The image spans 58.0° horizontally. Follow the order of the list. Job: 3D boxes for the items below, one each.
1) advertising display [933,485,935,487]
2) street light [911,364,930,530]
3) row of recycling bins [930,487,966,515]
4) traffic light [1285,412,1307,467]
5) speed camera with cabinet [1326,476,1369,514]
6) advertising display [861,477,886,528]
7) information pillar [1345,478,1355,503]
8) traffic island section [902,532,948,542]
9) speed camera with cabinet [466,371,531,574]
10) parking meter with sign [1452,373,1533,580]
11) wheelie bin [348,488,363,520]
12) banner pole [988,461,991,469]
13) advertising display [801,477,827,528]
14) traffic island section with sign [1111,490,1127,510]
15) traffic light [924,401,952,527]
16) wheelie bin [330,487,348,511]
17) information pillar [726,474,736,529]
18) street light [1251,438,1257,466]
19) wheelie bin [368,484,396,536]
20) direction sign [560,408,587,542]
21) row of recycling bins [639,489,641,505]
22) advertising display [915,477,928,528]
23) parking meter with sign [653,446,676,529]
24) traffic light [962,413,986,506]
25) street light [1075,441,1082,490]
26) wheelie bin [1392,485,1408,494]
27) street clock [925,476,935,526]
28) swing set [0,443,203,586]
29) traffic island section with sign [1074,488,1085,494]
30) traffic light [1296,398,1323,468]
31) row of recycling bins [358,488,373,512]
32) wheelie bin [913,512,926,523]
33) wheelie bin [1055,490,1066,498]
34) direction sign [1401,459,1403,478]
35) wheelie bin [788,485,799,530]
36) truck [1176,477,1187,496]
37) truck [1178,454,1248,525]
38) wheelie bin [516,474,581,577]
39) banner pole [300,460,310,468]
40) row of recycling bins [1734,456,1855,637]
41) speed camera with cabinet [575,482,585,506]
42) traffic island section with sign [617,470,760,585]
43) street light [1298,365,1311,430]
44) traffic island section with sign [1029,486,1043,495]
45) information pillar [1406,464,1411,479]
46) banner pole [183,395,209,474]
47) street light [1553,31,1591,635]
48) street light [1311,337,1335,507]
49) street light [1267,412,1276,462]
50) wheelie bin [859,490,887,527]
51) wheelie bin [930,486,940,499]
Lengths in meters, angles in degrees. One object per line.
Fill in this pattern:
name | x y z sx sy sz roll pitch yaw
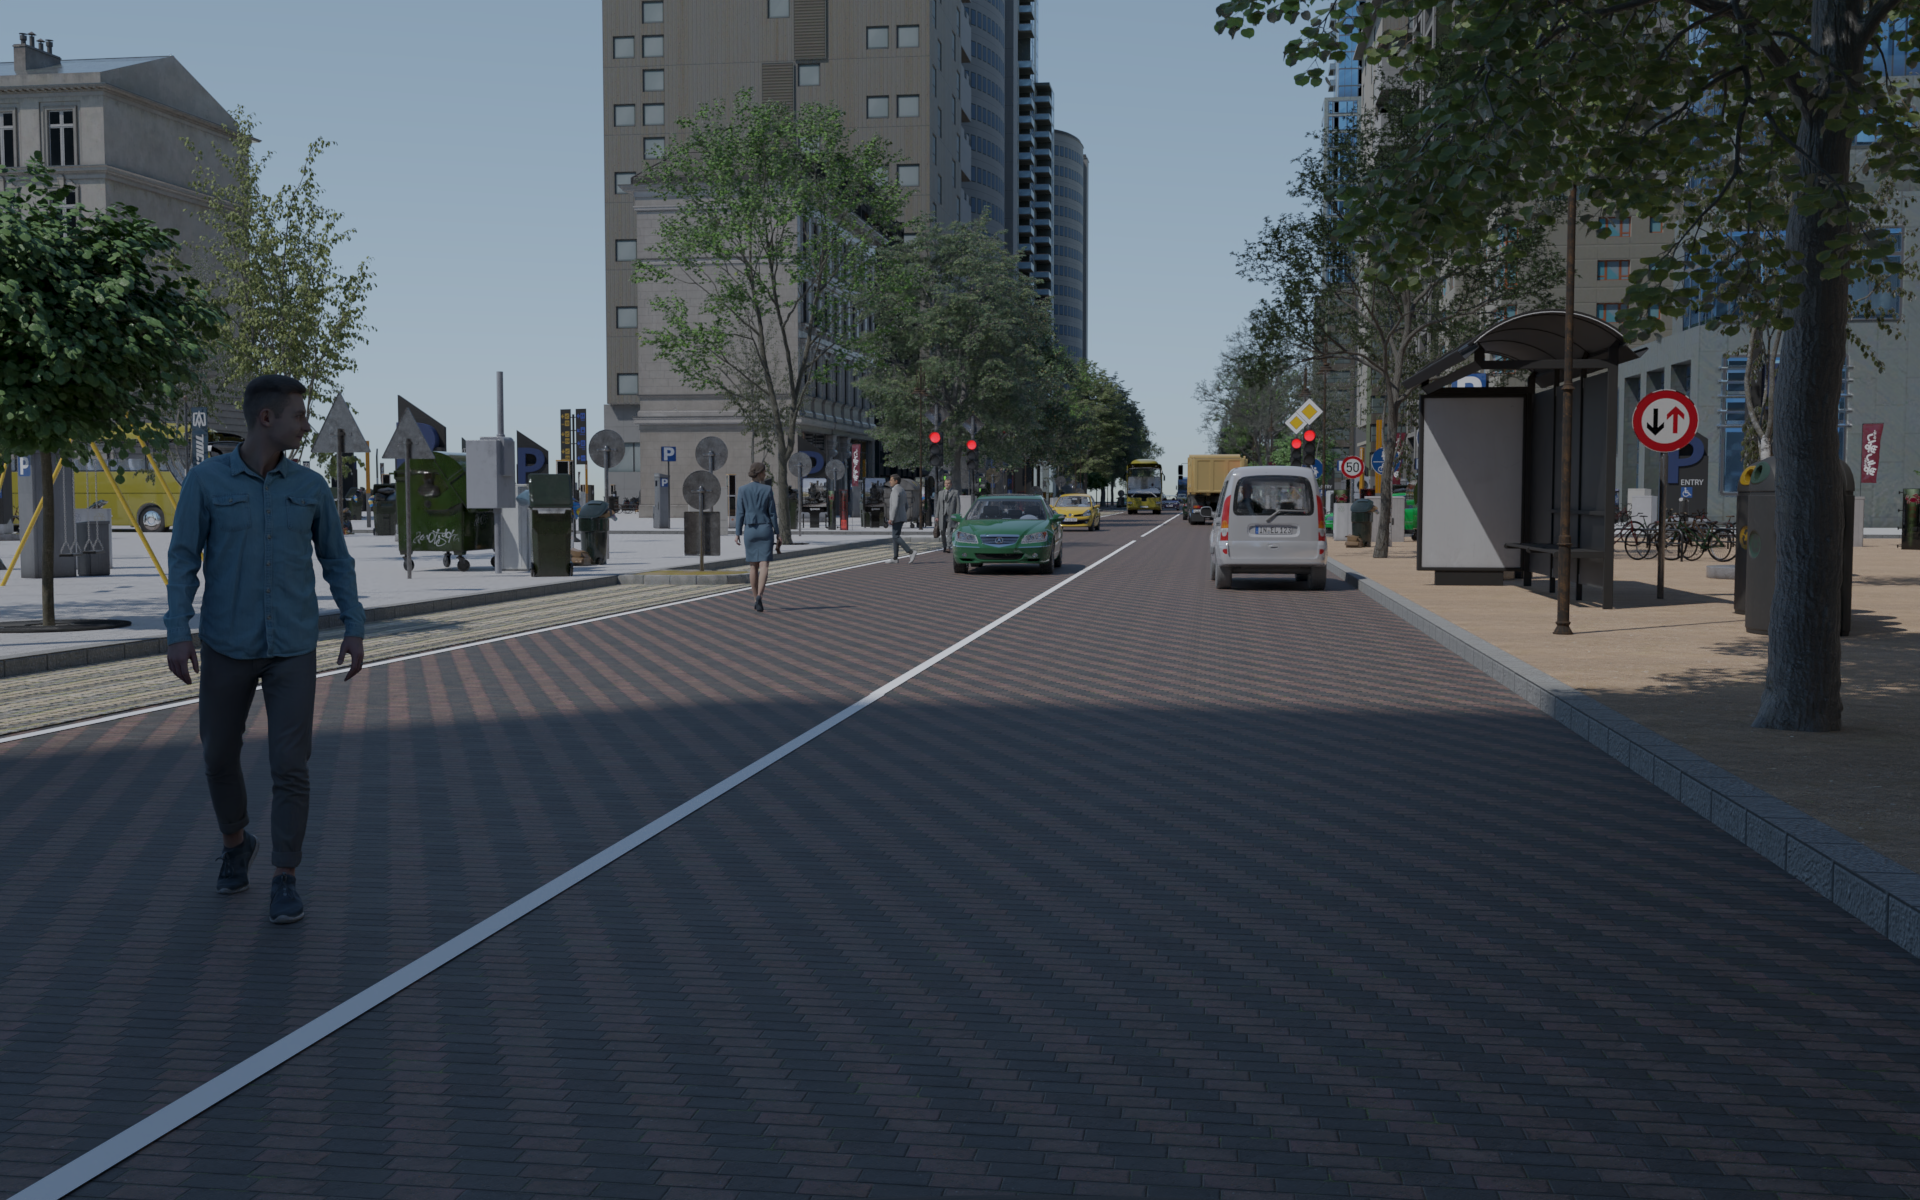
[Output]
advertising display | -1.628 -7.341 125.237 0.123 1.923 0.974 2 4 34
street light | -1.397 -5.446 61.830 0.468 5.910 1.993 1 4 8
row of recycling bins | -0.862 -6.171 108.004 1.069 1.692 3.534 3 4 36
traffic light | 11.363 -4.269 58.713 0.839 4.253 0.868 1 4 8
speed camera with cabinet | 19.418 -5.654 86.778 2.038 3.252 0.660 0 4 4
advertising display | -3.232 -3.695 65.621 0.974 1.923 0.123 -2 4 -33
information pillar | 18.203 -4.671 80.869 0.304 2.012 0.304 -3 5 -41
traffic island section | -0.728 -1.850 52.523 2.009 0.180 2.903 1 4 8
speed camera with cabinet | -7.467 -2.103 28.714 0.660 3.252 2.038 1 4 11
parking meter with sign | 7.984 -1.807 25.808 0.543 3.016 1.738 3 5 44
wheelie bin | -29.734 -4.716 85.017 0.980 1.594 0.693 3 5 42
banner pole | 2.214 -8.504 129.058 0.401 3.779 0.863 1 4 21
advertising display | -5.505 -3.689 65.522 0.974 1.923 0.123 0 4 -6
traffic island section with sign | 14.895 -9.223 159.425 1.989 1.847 2.006 1 4 8
traffic light | -0.690 -3.881 52.382 0.839 4.253 0.868 1 4 8
wheelie bin | -28.719 -4.365 79.269 0.980 1.594 0.693 -1 4 -11
information pillar | -8.492 -3.658 64.306 0.304 2.012 0.304 -2 4 -25
street light | 23.427 -10.132 138.441 0.468 5.910 1.993 1 4 8
wheelie bin | -17.736 -2.789 53.503 0.980 1.594 0.693 -2 4 -30
direction sign | -10.268 -3.308 46.080 0.876 3.537 0.379 2 4 29
row of recycling bins | -18.325 -5.824 102.329 1.069 1.692 3.534 -1 4 -20
advertising display | -1.493 -3.763 66.731 0.123 1.923 0.974 -2 4 -24
parking meter with sign | -11.019 -4.156 64.211 0.543 3.016 1.738 -2 4 -25
traffic light | 0.465 -4.365 60.284 0.839 4.253 0.868 1 4 8
street light | 9.515 -10.024 136.682 0.468 5.910 1.993 1 4 8
wheelie bin | 14.932 -3.091 58.451 0.980 1.594 0.693 1 4 20
street clock | -1.235 -3.925 68.737 0.358 2.002 0.471 3 4 36
swing set | -11.670 -1.547 22.917 2.862 2.851 3.119 -1 4 -13
traffic island section with sign | 7.582 -6.162 109.370 1.989 1.847 2.006 1 4 8
traffic light | 10.209 -3.785 50.811 0.839 4.253 0.868 1 4 8
row of recycling bins | -44.266 -7.273 126.024 1.069 1.692 3.534 3 5 43
wheelie bin | -1.771 -4.193 76.457 0.693 1.594 0.980 2 4 32
wheelie bin | 6.970 -6.833 119.626 0.693 1.594 0.980 -1 4 -17
direction sign | 27.174 -7.013 106.651 0.379 3.537 0.876 0 4 6
wheelie bin | -6.145 -3.354 62.752 0.693 1.594 0.980 0 4 1
truck | 36.298 -17.712 279.343 2.967 4.110 18.799 0 4 7
truck | 12.277 -5.346 83.335 3.469 3.379 9.791 0 4 6
wheelie bin | -6.421 -1.168 27.008 0.980 1.594 0.693 -1 4 -18
banner pole | -43.608 -7.655 115.175 0.863 3.779 0.401 0 4 -8
row of recycling bins | 8.239 -0.610 17.094 1.069 1.692 3.534 1 4 22
speed camera with cabinet | -28.306 -8.169 127.901 0.660 3.252 2.038 -3 5 -40
traffic island section with sign | -4.302 -1.190 28.082 1.989 1.847 2.006 1 4 8
street light | 12.374 -5.469 62.204 0.468 5.910 1.993 1 4 8
traffic island section with sign | 3.631 -4.510 82.368 1.989 1.847 2.006 1 4 8
information pillar | 32.258 -8.151 124.616 0.183 3.616 0.504 3 5 42
banner pole | -19.391 -3.296 43.914 0.863 3.779 0.401 1 4 13
street light | 5.517 -2.623 15.668 0.468 5.910 1.993 1 4 8
street light | 10.599 -4.746 50.387 0.468 5.910 1.993 1 4 8
street light | 17.472 -7.615 97.285 0.468 5.910 1.993 1 4 8
wheelie bin | -3.361 -3.733 68.937 0.980 1.594 0.693 -3 5 -40
wheelie bin | -0.745 -3.863 71.060 0.980 1.594 0.693 0 4 -7
